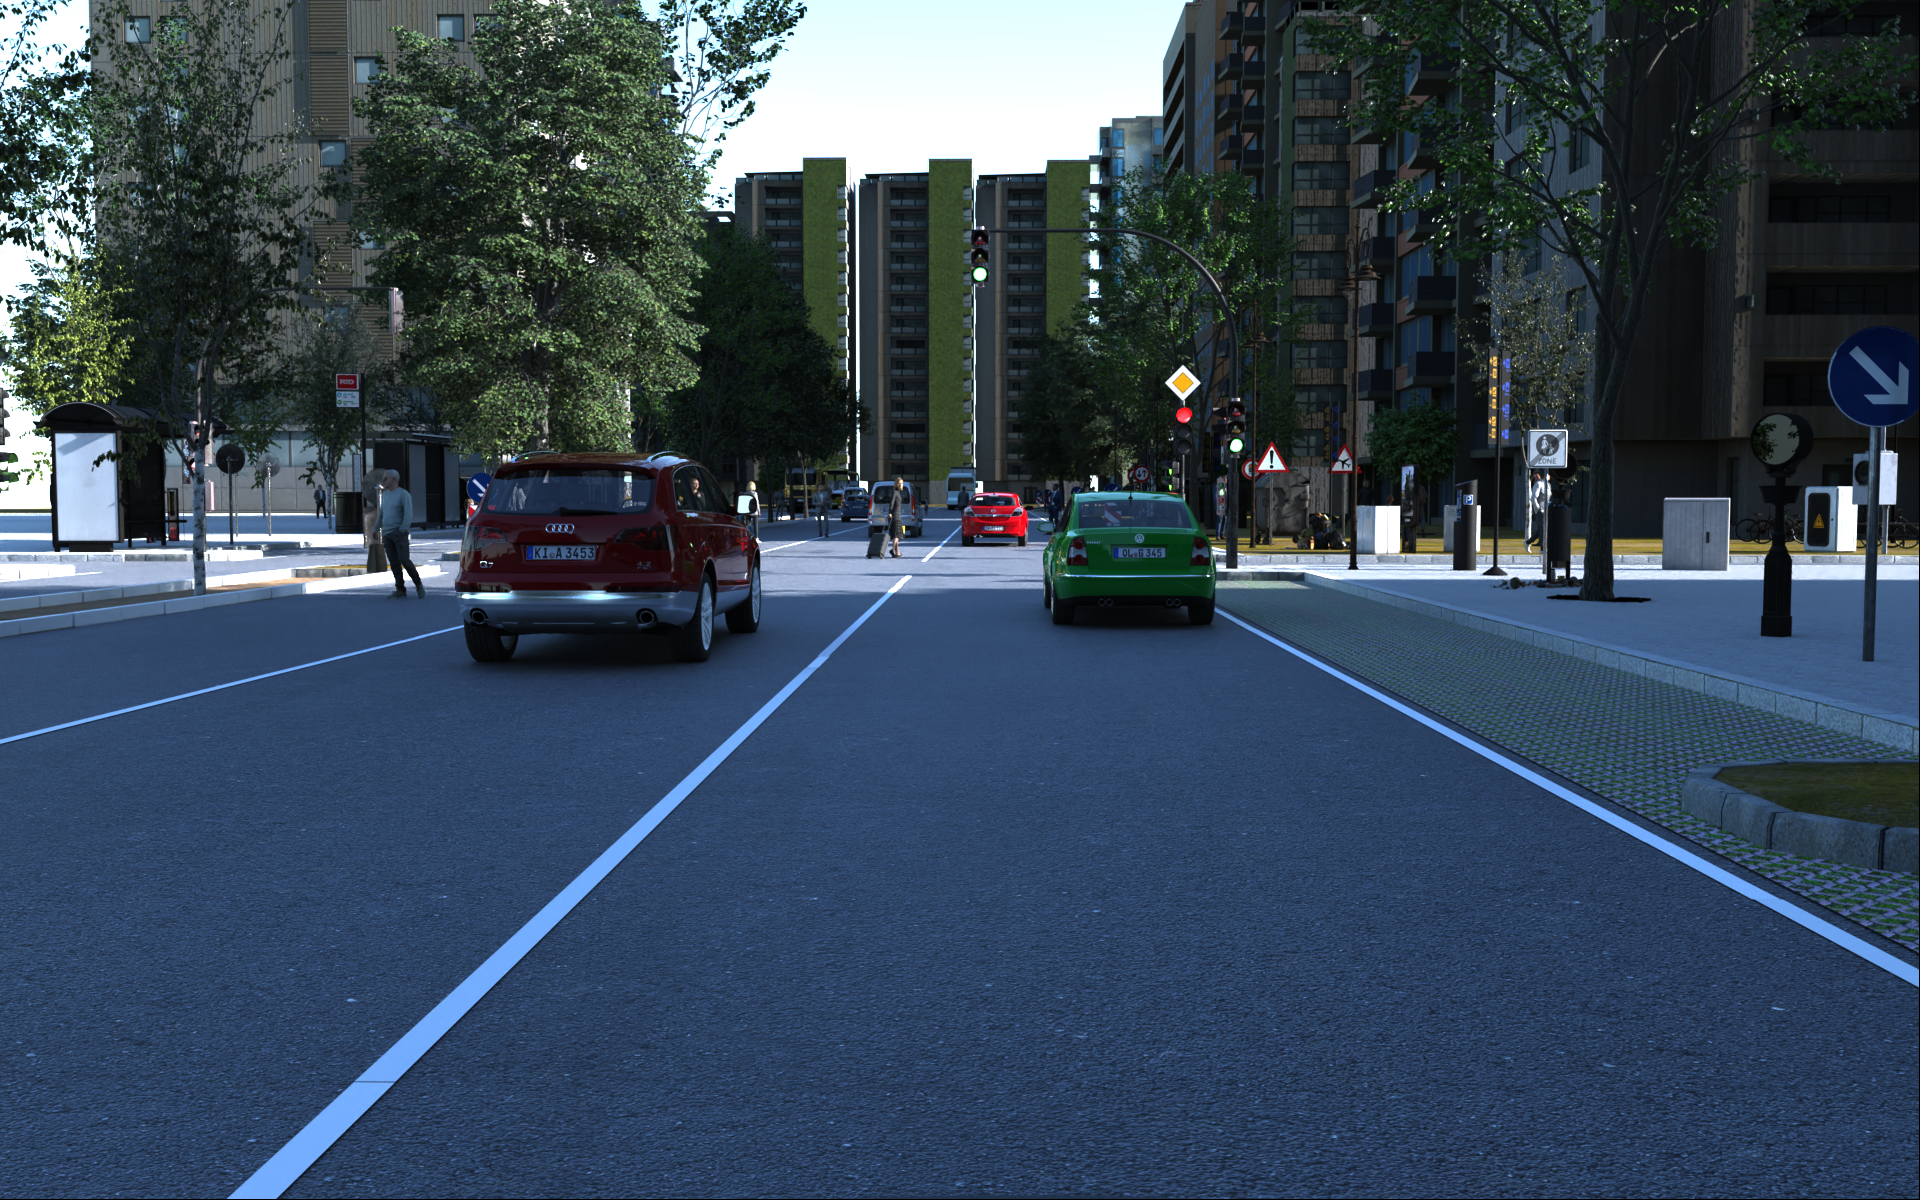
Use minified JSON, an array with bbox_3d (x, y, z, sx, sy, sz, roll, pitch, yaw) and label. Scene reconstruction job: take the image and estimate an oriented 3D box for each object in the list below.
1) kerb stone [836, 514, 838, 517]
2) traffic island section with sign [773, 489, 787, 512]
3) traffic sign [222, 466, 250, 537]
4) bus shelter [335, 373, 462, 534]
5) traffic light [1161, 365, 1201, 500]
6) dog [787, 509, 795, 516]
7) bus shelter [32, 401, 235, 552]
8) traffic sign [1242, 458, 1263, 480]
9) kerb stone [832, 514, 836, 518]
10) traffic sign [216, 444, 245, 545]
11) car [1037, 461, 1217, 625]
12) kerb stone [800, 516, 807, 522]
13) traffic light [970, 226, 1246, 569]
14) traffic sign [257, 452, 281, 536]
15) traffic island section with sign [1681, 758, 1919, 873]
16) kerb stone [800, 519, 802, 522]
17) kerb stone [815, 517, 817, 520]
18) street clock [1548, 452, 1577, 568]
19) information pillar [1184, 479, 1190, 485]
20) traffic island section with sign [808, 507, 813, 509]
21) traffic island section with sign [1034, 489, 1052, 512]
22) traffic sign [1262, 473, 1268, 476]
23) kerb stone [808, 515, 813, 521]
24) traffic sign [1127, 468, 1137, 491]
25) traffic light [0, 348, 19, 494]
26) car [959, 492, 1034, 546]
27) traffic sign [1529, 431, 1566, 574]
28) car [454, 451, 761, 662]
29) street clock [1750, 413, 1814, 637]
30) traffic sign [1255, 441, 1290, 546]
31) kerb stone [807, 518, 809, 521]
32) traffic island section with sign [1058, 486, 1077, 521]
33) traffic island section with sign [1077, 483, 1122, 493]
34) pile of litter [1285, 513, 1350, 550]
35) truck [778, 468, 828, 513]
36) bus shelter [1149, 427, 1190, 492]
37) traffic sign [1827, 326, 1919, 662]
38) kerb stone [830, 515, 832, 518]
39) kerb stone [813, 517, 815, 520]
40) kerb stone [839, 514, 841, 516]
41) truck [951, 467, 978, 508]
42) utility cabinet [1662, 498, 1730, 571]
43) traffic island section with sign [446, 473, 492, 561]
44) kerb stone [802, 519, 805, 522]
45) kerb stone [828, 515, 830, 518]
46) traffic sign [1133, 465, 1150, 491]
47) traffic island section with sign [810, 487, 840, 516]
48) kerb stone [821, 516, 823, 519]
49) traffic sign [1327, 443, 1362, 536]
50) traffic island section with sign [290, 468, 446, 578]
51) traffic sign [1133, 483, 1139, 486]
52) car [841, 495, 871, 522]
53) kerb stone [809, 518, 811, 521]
[{"bbox_3d":[-7.800,-5.174,106.826,0.120,0.150,1.000,0,4,1],"label":"kerb stone"},{"bbox_3d":[-14.380,-8.043,140.138,1.989,1.847,2.006,0,4,1],"label":"traffic island section with sign"},{"bbox_3d":[-21.668,-3.170,51.835,0.884,2.594,0.081,1,4,10],"label":"traffic sign"},{"bbox_3d":[-19.570,-5.051,60.209,2.179,5.291,8.768,0,4,1],"label":"bus shelter"},{"bbox_3d":[4.818,-2.985,37.723,0.839,4.253,0.868,0,4,1],"label":"traffic light"},{"bbox_3d":[-10.305,-5.281,105.630,0.406,0.507,0.540,0,3,0],"label":"dog"},{"bbox_3d":[-19.156,-2.852,40.552,2.014,3.302,5.546,0,4,1],"label":"bus shelter"},{"bbox_3d":[10.381,-3.753,61.468,0.768,2.556,0.104,0,4,7],"label":"traffic sign"},{"bbox_3d":[-7.816,-5.111,105.804,0.120,0.150,1.000,0,4,1],"label":"kerb stone"},{"bbox_3d":[-18.509,-2.681,43.942,0.768,2.556,0.104,0,4,3],"label":"traffic sign"},{"bbox_3d":[1.911,-0.710,20.398,1.959,1.807,4.718,0,4,1],"label":"car"},{"bbox_3d":[-8.149,-4.110,89.388,0.120,0.150,1.000,0,4,1],"label":"kerb stone"},{"bbox_3d":[2.562,-3.362,29.641,4.771,5.953,1.251,0,4,1],"label":"traffic light"},{"bbox_3d":[-21.033,-3.218,52.713,0.768,2.556,0.104,0,4,7],"label":"traffic sign"},{"bbox_3d":[4.238,0.080,7.317,1.989,1.847,2.006,0,4,1],"label":"traffic island section with sign"},{"bbox_3d":[-8.191,-3.981,87.336,0.120,0.150,1.000,0,4,1],"label":"kerb stone"},{"bbox_3d":[-8.043,-4.420,94.508,0.120,0.150,1.000,0,4,1],"label":"kerb stone"},{"bbox_3d":[10.422,-1.559,30.053,0.471,2.002,0.358,-1,4,-10],"label":"street clock"},{"bbox_3d":[10.819,-4.758,82.282,0.304,2.012,0.304,1,4,21],"label":"information pillar"},{"bbox_3d":[-13.824,-9.692,167.088,1.989,1.847,2.006,0,4,1],"label":"traffic island section with sign"},{"bbox_3d":[6.944,-8.009,139.570,1.989,1.847,2.006,0,4,1],"label":"traffic island section with sign"},{"bbox_3d":[10.849,-3.667,59.963,0.884,2.594,0.081,0,4,7],"label":"traffic sign"},{"bbox_3d":[-8.085,-4.298,92.464,0.120,0.150,1.000,0,4,1],"label":"kerb stone"},{"bbox_3d":[8.533,-5.156,84.401,0.768,2.556,0.104,0,4,7],"label":"traffic sign"},{"bbox_3d":[-16.901,-2.522,30.162,0.839,4.253,0.868,0,4,1],"label":"traffic light"},{"bbox_3d":[1.009,-2.443,48.978,2.155,1.783,4.494,0,4,3],"label":"car"},{"bbox_3d":[9.355,-1.561,27.657,0.606,2.300,0.079,0,4,5],"label":"traffic sign"},{"bbox_3d":[-3.136,-0.468,16.325,2.281,1.827,5.304,0,4,1],"label":"car"},{"bbox_3d":[7.365,-0.673,15.568,0.358,2.002,0.471,-2,4,-35],"label":"street clock"},{"bbox_3d":[7.702,-2.621,42.858,0.884,2.594,0.081,0,4,8],"label":"traffic sign"},{"bbox_3d":[-8.126,-4.172,90.410,0.120,0.150,1.000,0,4,1],"label":"kerb stone"},{"bbox_3d":[5.926,-4.963,89.780,1.989,1.847,2.006,0,4,1],"label":"traffic island section with sign"},{"bbox_3d":[5.378,-3.315,62.831,1.989,1.847,2.006,0,4,1],"label":"traffic island section with sign"},{"bbox_3d":[8.354,-1.608,40.264,1.719,0.858,1.176,2,4,27],"label":"pile of litter"},{"bbox_3d":[-11.615,-8.249,130.792,3.469,3.379,9.791,0,4,0],"label":"truck"},{"bbox_3d":[10.807,-6.922,90.806,2.179,5.291,8.768,0,4,1],"label":"bus shelter"},{"bbox_3d":[6.972,-0.802,13.218,0.768,2.556,0.104,0,4,4],"label":"traffic sign"},{"bbox_3d":[-7.874,-4.922,102.733,0.120,0.150,1.000,0,4,1],"label":"kerb stone"},{"bbox_3d":[-8.062,-4.359,93.486,0.120,0.150,1.000,0,4,1],"label":"kerb stone"},{"bbox_3d":[-7.756,-5.301,108.870,0.120,0.150,1.000,0,4,1],"label":"kerb stone"},{"bbox_3d":[0.418,-11.843,182.541,2.839,4.237,11.283,0,4,2],"label":"truck"},{"bbox_3d":[12.432,-1.107,29.256,1.020,1.237,0.306,2,4,27],"label":"utility cabinet"},{"bbox_3d":[-10.235,-1.815,37.804,2.006,1.907,1.989,0,4,1],"label":"traffic island section with sign"},{"bbox_3d":[-8.174,-4.047,88.366,0.120,0.150,1.000,0,4,1],"label":"kerb stone"},{"bbox_3d":[-7.903,-4.857,101.706,0.120,0.150,1.000,0,4,1],"label":"kerb stone"},{"bbox_3d":[7.900,-4.598,75.279,0.768,2.556,0.104,1,4,10],"label":"traffic sign"},{"bbox_3d":[-8.713,-6.409,112.927,2.006,1.907,1.989,0,4,1],"label":"traffic island section with sign"},{"bbox_3d":[-7.979,-4.612,97.594,0.120,0.150,1.000,0,4,1],"label":"kerb stone"},{"bbox_3d":[9.863,-2.721,44.497,0.884,2.594,0.081,0,4,3],"label":"traffic sign"},{"bbox_3d":[-10.396,-1.362,30.398,2.006,1.907,1.989,0,4,1],"label":"traffic island section with sign"},{"bbox_3d":[11.333,-6.846,112.033,0.768,2.556,0.104,0,4,3],"label":"traffic sign"},{"bbox_3d":[-5.170,-4.748,89.634,2.014,1.417,4.499,0,4,1],"label":"car"},{"bbox_3d":[-8.106,-4.232,91.442,0.120,0.150,1.000,0,4,1],"label":"kerb stone"}]
